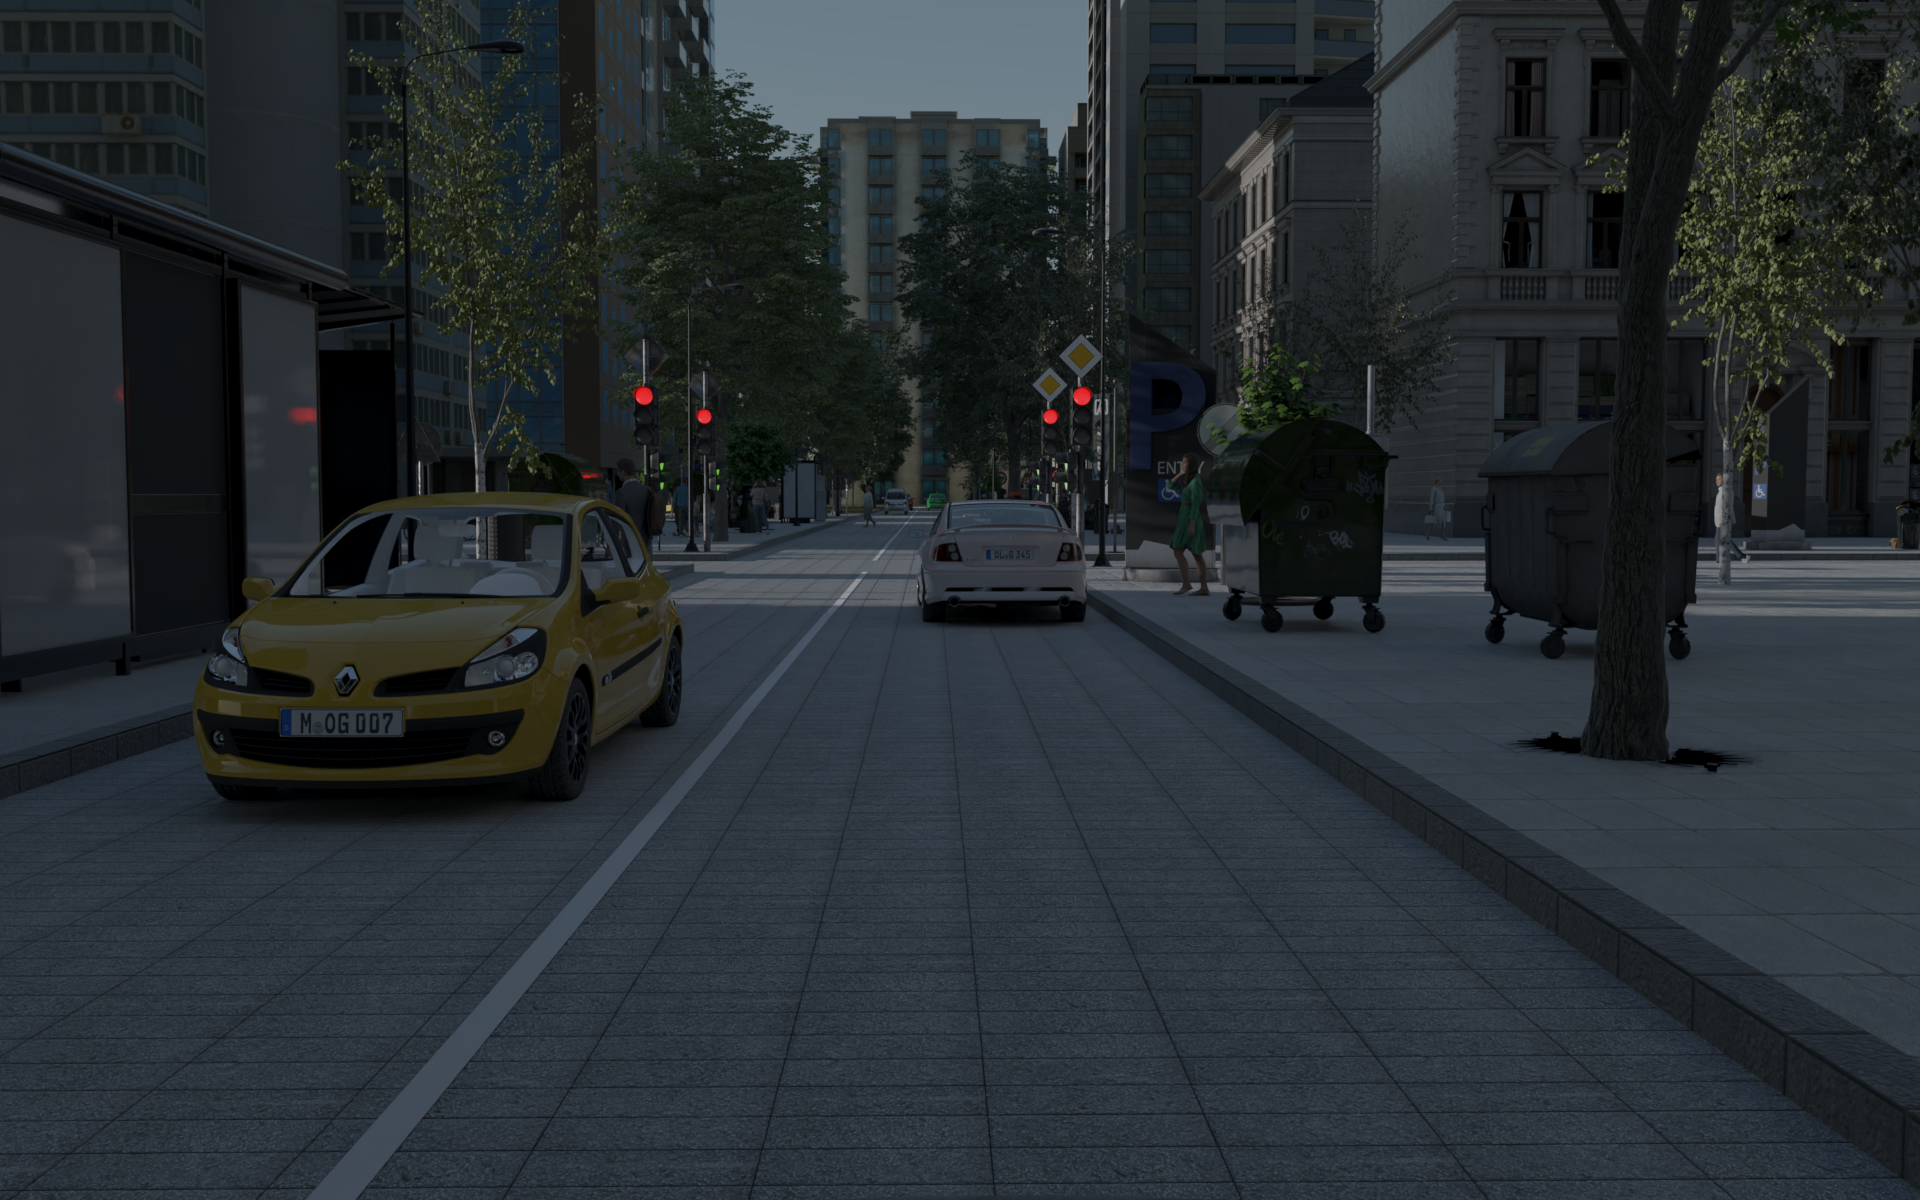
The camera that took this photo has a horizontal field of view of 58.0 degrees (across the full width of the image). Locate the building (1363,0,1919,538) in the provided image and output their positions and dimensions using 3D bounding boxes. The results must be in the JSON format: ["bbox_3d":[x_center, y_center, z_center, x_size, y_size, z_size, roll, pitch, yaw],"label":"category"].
[{"bbox_3d":[23.523,-13.811,54.691,19.941,23.489,11.050,0,4,-1],"label":"building"}]

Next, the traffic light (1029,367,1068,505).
[{"bbox_3d":[1.970,-3.029,38.446,0.839,4.253,0.868,0,4,-1],"label":"traffic light"}]

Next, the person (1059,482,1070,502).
[{"bbox_3d":[4.451,-4.179,74.348,0.573,1.828,0.580,-3,5,-44],"label":"person"}]

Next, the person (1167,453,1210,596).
[{"bbox_3d":[2.907,-0.943,21.715,0.529,1.795,0.600,-1,4,-13],"label":"person"}]

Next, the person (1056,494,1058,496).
[{"bbox_3d":[9.739,-10.684,180.656,1.348,1.831,0.705,-1,4,-18],"label":"person"}]

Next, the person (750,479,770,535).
[{"bbox_3d":[-6.267,-2.937,54.657,0.593,1.750,0.643,-2,4,-26],"label":"person"}]

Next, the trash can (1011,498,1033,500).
[{"bbox_3d":[2.121,-2.914,59.299,0.748,1.137,0.748,0,3,0],"label":"trash can"}]

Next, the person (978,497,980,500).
[{"bbox_3d":[1.601,-7.062,124.736,0.421,1.427,0.697,-2,4,-29],"label":"person"}]

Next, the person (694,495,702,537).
[{"bbox_3d":[-7.869,-2.514,51.832,0.352,1.250,0.332,1,4,14],"label":"person"}]

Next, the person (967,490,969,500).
[{"bbox_3d":[0.812,-10.251,174.089,0.568,1.767,0.683,2,4,34],"label":"person"}]

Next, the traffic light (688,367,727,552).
[{"bbox_3d":[-5.590,-3.020,38.305,0.839,4.253,0.868,0,4,-1],"label":"traffic light"}]

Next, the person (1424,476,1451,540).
[{"bbox_3d":[13.216,-2.542,47.961,0.694,1.780,0.624,-2,4,-32],"label":"person"}]

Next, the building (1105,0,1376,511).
[{"bbox_3d":[22.621,-36.774,143.261,21.231,58.520,28.212,0,4,-1],"label":"building"}]

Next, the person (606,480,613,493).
[{"bbox_3d":[-13.541,-3.666,65.965,0.580,1.828,0.573,-2,4,-30],"label":"person"}]

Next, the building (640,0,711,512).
[{"bbox_3d":[-30.554,-31.069,127.593,23.786,49.044,30.456,0,4,-1],"label":"building"}]

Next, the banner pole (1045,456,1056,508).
[{"bbox_3d":[4.643,-6.014,88.347,0.863,3.779,0.401,1,4,13],"label":"banner pole"}]

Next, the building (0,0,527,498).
[{"bbox_3d":[-32.870,-23.059,68.889,32.217,40.220,23.993,0,4,-1],"label":"building"}]

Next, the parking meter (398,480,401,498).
[{"bbox_3d":[-10.220,-1.386,31.072,0.372,1.533,0.369,0,3,0],"label":"parking meter"}]

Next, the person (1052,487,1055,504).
[{"bbox_3d":[6.828,-7.418,127.282,0.705,1.831,1.348,0,4,5],"label":"person"}]

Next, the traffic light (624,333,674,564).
[{"bbox_3d":[-5.457,-2.532,30.321,0.839,4.253,0.868,0,4,-1],"label":"traffic light"}]

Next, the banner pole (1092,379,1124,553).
[{"bbox_3d":[3.211,-2.926,37.855,0.863,3.779,0.401,3,5,42],"label":"banner pole"}]

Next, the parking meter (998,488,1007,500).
[{"bbox_3d":[1.727,-3.814,70.764,0.372,1.533,0.369,0,3,0],"label":"parking meter"}]

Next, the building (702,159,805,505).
[{"bbox_3d":[-26.512,-32.464,214.376,14.086,41.232,14.154,0,4,-1],"label":"building"}]

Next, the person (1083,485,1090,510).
[{"bbox_3d":[7.528,-6.006,104.223,0.713,1.824,0.794,1,4,23],"label":"person"}]

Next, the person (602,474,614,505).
[{"bbox_3d":[-9.442,-2.447,46.076,0.581,1.822,0.654,-1,4,-21],"label":"person"}]

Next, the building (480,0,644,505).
[{"bbox_3d":[-25.716,-27.266,95.902,14.600,45.320,14.200,0,4,-1],"label":"building"}]

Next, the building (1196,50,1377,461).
[{"bbox_3d":[18.277,-14.859,93.857,10.553,20.767,40.483,0,4,-1],"label":"building"}]

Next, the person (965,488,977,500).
[{"bbox_3d":[0.906,-8.611,146.847,1.348,1.821,0.705,2,4,35],"label":"person"}]

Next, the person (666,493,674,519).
[{"bbox_3d":[-14.302,-5.032,88.530,1.509,1.804,0.699,-2,4,-26],"label":"person"}]

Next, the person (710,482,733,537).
[{"bbox_3d":[-7.072,-2.716,51.280,0.643,1.720,0.563,2,4,27],"label":"person"}]

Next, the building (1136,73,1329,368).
[{"bbox_3d":[19.312,-21.482,122.939,14.160,30.474,14.107,0,4,-1],"label":"building"}]

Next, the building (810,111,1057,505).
[{"bbox_3d":[-3.382,-36.687,219.438,30.456,49.044,23.786,0,4,-1],"label":"building"}]

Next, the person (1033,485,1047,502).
[{"bbox_3d":[2.743,-3.135,57.420,0.709,1.813,0.853,-3,5,-41],"label":"person"}]

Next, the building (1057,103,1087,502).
[{"bbox_3d":[23.140,-36.363,218.236,21.600,48.544,21.300,0,4,-1],"label":"building"}]

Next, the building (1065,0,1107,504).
[{"bbox_3d":[21.205,-44.601,167.473,20.563,71.187,20.611,0,4,-1],"label":"building"}]

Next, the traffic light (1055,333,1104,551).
[{"bbox_3d":[2.103,-2.541,30.462,0.839,4.253,0.868,0,4,-1],"label":"traffic light"}]

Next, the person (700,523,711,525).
[{"bbox_3d":[-10.341,-3.967,70.995,0.635,1.810,0.391,0,4,3],"label":"person"}]

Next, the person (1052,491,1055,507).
[{"bbox_3d":[4.965,-5.392,94.552,0.624,1.780,0.694,-1,4,-13],"label":"person"}]

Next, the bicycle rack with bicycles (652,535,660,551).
[{"bbox_3d":[-8.121,-1.547,38.680,2.852,0.926,2.925,1,4,19],"label":"bicycle rack with bicycles"}]

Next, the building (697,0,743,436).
[{"bbox_3d":[-35.753,-52.127,164.947,31.000,86.520,22.319,0,4,-1],"label":"building"}]

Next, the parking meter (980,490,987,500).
[{"bbox_3d":[1.301,-5.344,95.782,0.372,1.533,0.369,0,3,0],"label":"parking meter"}]
